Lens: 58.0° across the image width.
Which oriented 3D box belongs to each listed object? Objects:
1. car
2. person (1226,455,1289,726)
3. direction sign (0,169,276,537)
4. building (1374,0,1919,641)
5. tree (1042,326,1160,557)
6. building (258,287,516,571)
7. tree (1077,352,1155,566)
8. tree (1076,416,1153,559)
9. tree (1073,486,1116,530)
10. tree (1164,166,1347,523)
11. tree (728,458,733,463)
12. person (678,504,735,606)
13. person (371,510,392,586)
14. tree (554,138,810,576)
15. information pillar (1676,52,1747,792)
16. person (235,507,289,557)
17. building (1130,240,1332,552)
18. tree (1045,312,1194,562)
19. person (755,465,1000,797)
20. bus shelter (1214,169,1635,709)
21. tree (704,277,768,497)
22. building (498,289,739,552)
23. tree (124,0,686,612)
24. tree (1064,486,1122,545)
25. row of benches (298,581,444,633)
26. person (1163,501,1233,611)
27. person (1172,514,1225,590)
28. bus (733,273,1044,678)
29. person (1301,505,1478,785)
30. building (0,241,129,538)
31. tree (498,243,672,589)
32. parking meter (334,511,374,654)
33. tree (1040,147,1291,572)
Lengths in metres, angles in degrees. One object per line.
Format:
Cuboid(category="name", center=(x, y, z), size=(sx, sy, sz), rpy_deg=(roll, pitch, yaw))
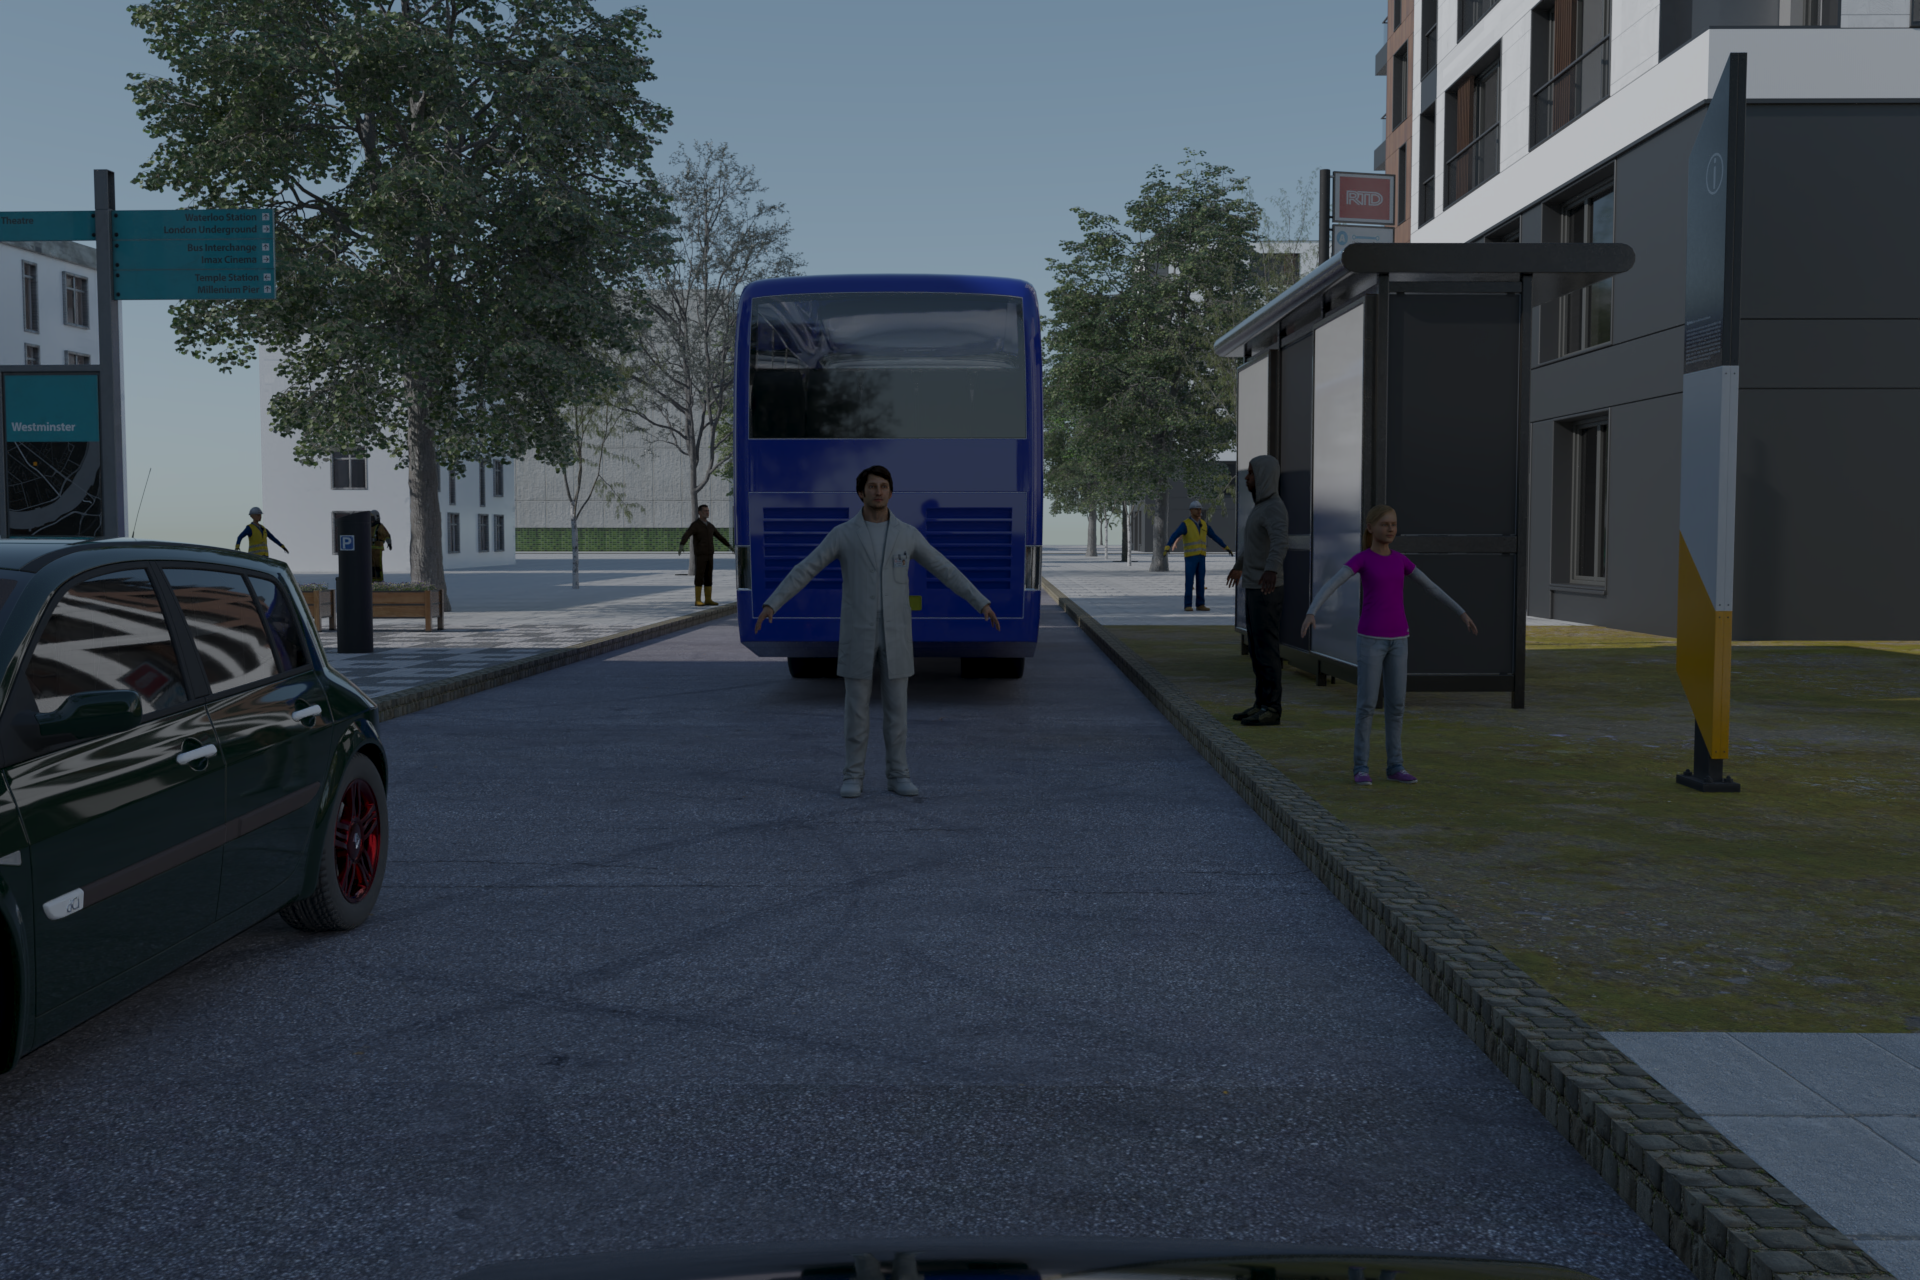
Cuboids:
Cuboid(category="car", center=(-3.050, 0.298, 4.920), size=(2.009, 1.686, 4.222), rpy_deg=(0, 4, 1))
Cuboid(category="person", center=(2.026, -0.342, 11.718), size=(0.705, 1.813, 1.348), rpy_deg=(0, 4, -1))
Cuboid(category="direction sign", center=(-6.248, -1.505, 13.377), size=(2.525, 3.948, 1.411), rpy_deg=(0, 4, 3))
Cuboid(category="building", center=(22.886, -11.760, 36.254), size=(27.936, 21.610, 32.646), rpy_deg=(0, 4, 1))
Cuboid(category="tree", center=(7.474, -11.730, 98.433), size=(9.857, 13.997, 8.962), rpy_deg=(0, 3, 0))
Cuboid(category="building", center=(-23.205, -8.006, 73.043), size=(9.099, 9.664, 28.070), rpy_deg=(0, 4, 0))
Cuboid(category="tree", center=(6.906, -7.304, 69.781), size=(4.360, 8.622, 3.978), rpy_deg=(0, 3, 0))
Cuboid(category="tree", center=(7.218, -8.401, 87.715), size=(4.360, 8.622, 3.978), rpy_deg=(0, 3, 0))
Cuboid(category="tree", center=(8.144, -9.575, 106.919), size=(4.737, 8.622, 4.395), rpy_deg=(0, 3, 0))
Cuboid(category="tree", center=(6.386, -5.171, 34.906), size=(4.360, 8.622, 3.978), rpy_deg=(0, 3, 0))
Cuboid(category="tree", center=(-7.861, -9.271, 85.995), size=(8.767, 10.594, 7.601), rpy_deg=(1, 4, 16))
Cuboid(category="person", center=(-4.546, -1.513, 30.875), size=(0.704, 1.812, 1.346), rpy_deg=(3, 5, 40))
Cuboid(category="person", center=(-13.875, -2.157, 41.036), size=(1.354, 1.858, 0.705), rpy_deg=(2, 4, 32))
Cuboid(category="tree", center=(-8.081, -8.734, 53.173), size=(12.009, 13.543, 11.850), rpy_deg=(0, 3, 0))
Cuboid(category="information pillar", center=(3.784, -1.063, 8.736), size=(0.183, 3.616, 0.504), rpy_deg=(0, 4, 1))
Cuboid(category="person", center=(-12.590, -1.513, 31.196), size=(0.721, 1.772, 1.216), rpy_deg=(2, 4, 25))
Cuboid(category="building", center=(27.311, -17.921, 136.983), size=(27.936, 21.610, 32.646), rpy_deg=(0, 4, 1))
Cuboid(category="tree", center=(7.472, -9.403, 79.488), size=(9.928, 11.665, 9.643), rpy_deg=(0, 3, 0))
Cuboid(category="person", center=(-0.457, -0.053, 9.516), size=(1.347, 1.806, 0.705), rpy_deg=(-1, 4, -11))
Cuboid(category="bus shelter", center=(3.789, -2.397, 16.816), size=(2.179, 5.291, 8.768), rpy_deg=(0, 4, 0))
Cuboid(category="tree", center=(-7.818, -9.668, 76.191), size=(7.486, 12.596, 7.792), rpy_deg=(0, 3, 0))
Cuboid(category="building", center=(-24.652, -16.805, 141.220), size=(16.747, 18.905, 31.486), rpy_deg=(0, 4, 2))
Cuboid(category="tree", center=(-8.719, -7.429, 28.118), size=(9.857, 13.997, 8.962), rpy_deg=(0, 3, 0))
Cuboid(category="tree", center=(15.898, -17.468, 195.972), size=(12.009, 13.543, 11.850), rpy_deg=(0, 3, 0))
Cuboid(category="row of benches", center=(-8.773, -0.449, 22.811), size=(4.104, 0.672, 1.422), rpy_deg=(0, 4, -1))
Cuboid(category="person", center=(3.933, -1.399, 28.849), size=(1.349, 1.833, 0.705), rpy_deg=(-2, 4, -25))
Cuboid(category="person", center=(5.488, -2.092, 40.068), size=(1.347, 1.847, 0.705), rpy_deg=(-1, 4, -20))
Cuboid(category="bus", center=(-0.481, -1.745, 20.075), size=(2.896, 3.916, 12.251), rpy_deg=(0, 4, 1))
Cuboid(category="person", center=(2.192, 0.023, 8.883), size=(0.991, 1.433, 0.599), rpy_deg=(-1, 4, -15))
Cuboid(category="building", center=(-26.571, -5.920, 38.943), size=(9.099, 9.664, 28.070), rpy_deg=(0, 4, 2))
Cuboid(category="tree", center=(-9.120, -5.525, 40.699), size=(4.360, 8.622, 3.978), rpy_deg=(0, 3, 0))
Cuboid(category="parking meter", center=(-6.549, -0.630, 18.716), size=(0.372, 1.533, 0.369), rpy_deg=(0, 3, 0))
Cuboid(category="tree", center=(6.844, -9.319, 59.025), size=(9.857, 13.997, 8.962), rpy_deg=(0, 3, 0))
